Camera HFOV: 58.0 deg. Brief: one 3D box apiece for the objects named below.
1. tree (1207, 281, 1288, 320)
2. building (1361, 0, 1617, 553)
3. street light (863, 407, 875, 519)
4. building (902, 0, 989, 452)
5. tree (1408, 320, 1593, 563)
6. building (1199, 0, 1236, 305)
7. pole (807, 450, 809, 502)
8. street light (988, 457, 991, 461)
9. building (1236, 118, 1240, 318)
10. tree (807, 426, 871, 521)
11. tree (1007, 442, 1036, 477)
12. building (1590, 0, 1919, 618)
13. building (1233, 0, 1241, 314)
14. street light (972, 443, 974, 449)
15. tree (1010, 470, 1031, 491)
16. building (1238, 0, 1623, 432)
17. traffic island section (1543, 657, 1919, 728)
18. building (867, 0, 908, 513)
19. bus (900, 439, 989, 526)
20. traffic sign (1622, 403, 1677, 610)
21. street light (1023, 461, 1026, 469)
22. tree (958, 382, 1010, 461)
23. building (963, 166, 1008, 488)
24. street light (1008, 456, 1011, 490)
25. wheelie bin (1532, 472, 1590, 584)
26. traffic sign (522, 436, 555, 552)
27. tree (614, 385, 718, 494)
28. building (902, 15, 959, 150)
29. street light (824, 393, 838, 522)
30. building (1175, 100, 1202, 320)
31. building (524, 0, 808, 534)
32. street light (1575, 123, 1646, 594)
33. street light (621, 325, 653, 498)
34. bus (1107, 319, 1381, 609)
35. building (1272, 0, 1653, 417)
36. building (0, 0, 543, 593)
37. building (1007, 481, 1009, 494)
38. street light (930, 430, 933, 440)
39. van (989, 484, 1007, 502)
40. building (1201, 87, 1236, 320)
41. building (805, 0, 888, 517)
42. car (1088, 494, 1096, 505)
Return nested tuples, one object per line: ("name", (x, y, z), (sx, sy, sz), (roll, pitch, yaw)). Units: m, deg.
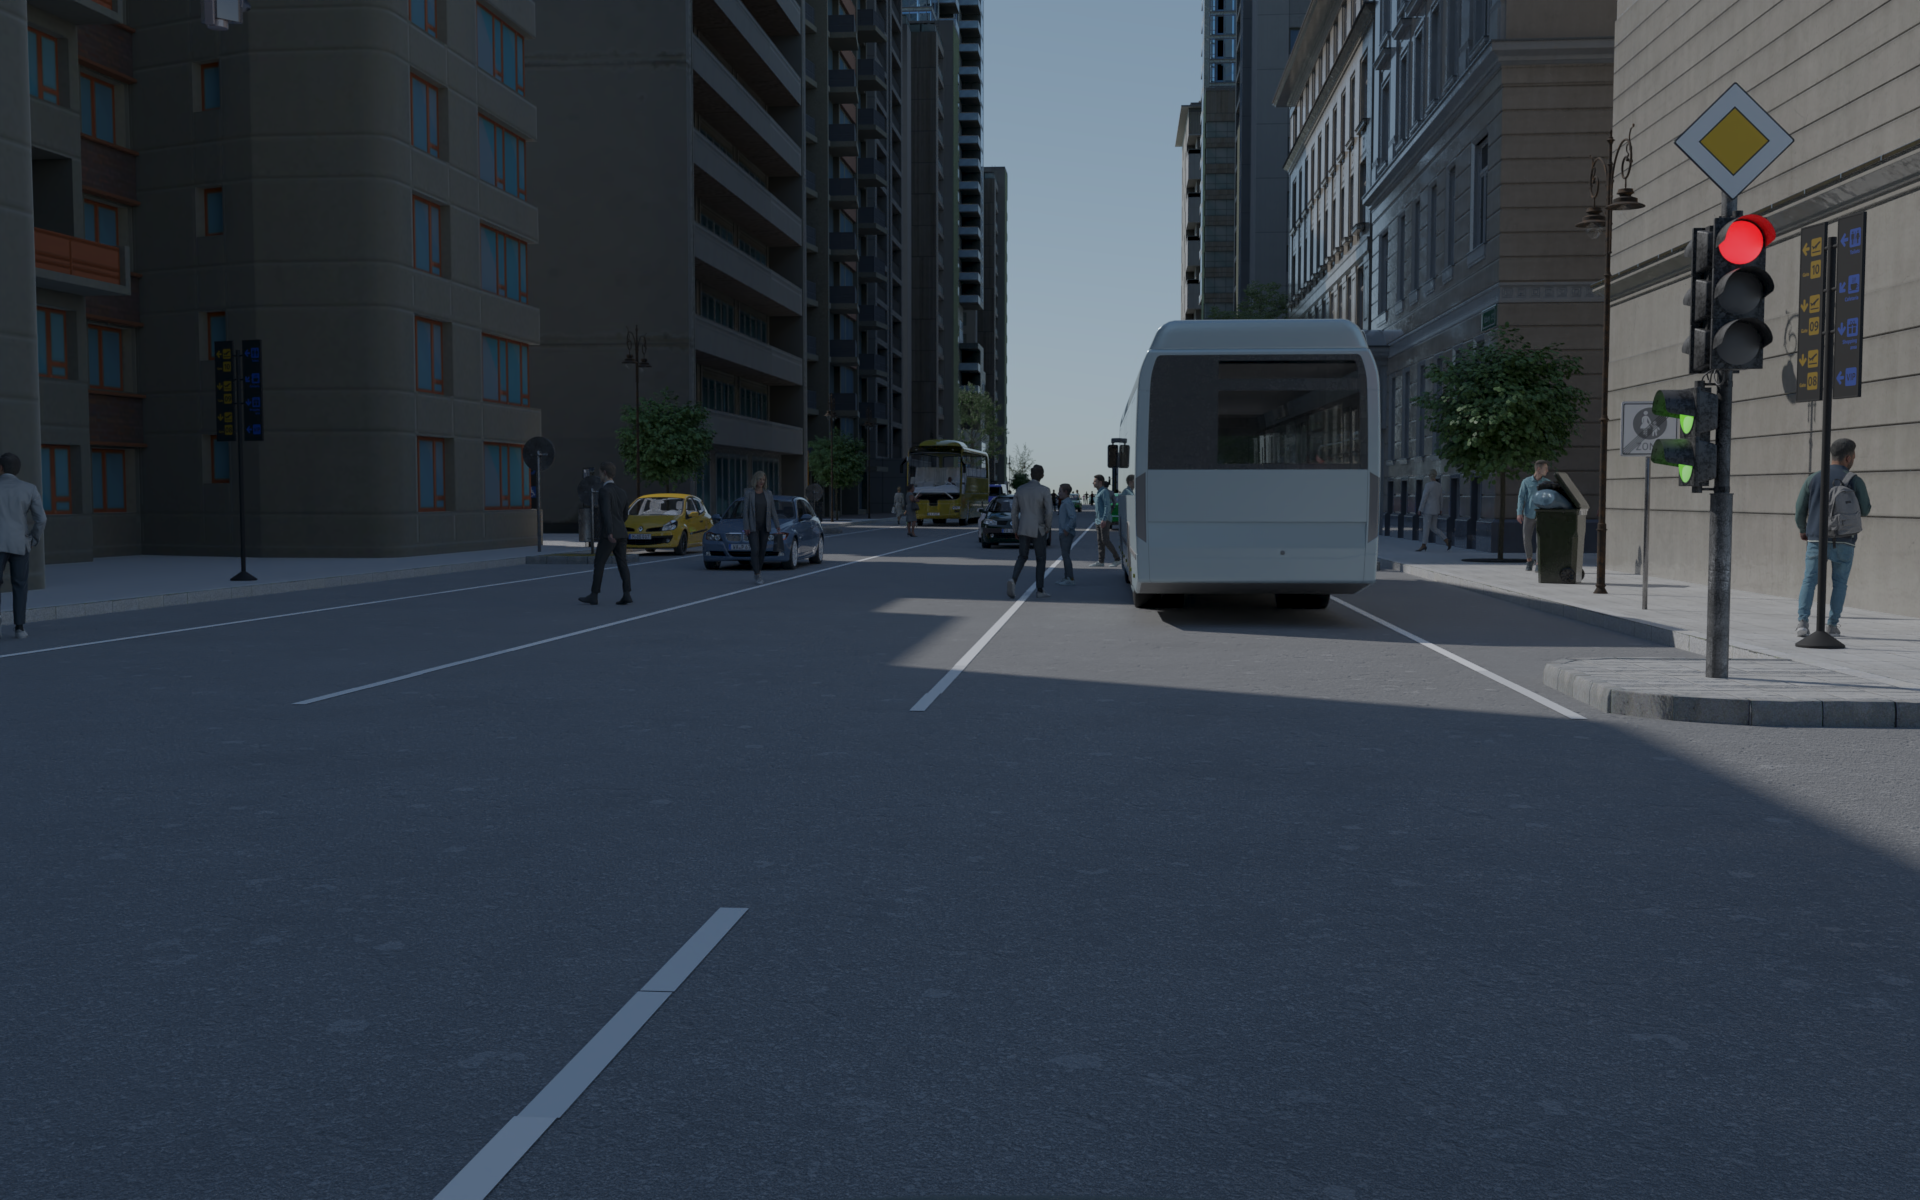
("tree", (16.031, -10.640, 92.083), (7.486, 12.596, 7.792), (0, 3, 0))
("building", (18.661, -15.906, 45.970), (13.634, 28.700, 20.117), (0, 4, 5))
("street light", (-4.746, -7.192, 90.369), (0.468, 5.910, 1.993), (0, 4, 5))
("building", (-7.560, -53.494, 187.294), (22.319, 86.520, 31.000), (0, 4, 5))
("tree", (10.220, -3.007, 32.871), (4.285, 4.588, 4.351), (0, 3, 0))
("building", (36.477, -54.141, 197.878), (22.319, 86.520, 31.000), (0, 4, 5))
("pole", (-7.170, -5.324, 80.884), (0.158, 3.312, 0.155), (0, 3, 0))
("street light", (2.880, -12.273, 173.457), (0.468, 5.910, 1.993), (0, 4, 5))
("building", (27.958, -22.027, 131.848), (14.160, 30.474, 14.107), (0, 4, 5))
("tree", (-5.889, -6.115, 83.697), (4.285, 4.588, 4.351), (0, 3, 0))
("tree", (8.561, -18.016, 244.928), (4.360, 8.622, 3.978), (0, 3, 0))
("building", (31.616, -14.833, 18.927), (44.131, 29.872, 17.030), (0, 4, 5))
("building", (32.279, -43.412, 148.038), (20.563, 71.187, 20.611), (0, 4, 5))
("street light", (1.167, -11.078, 153.912), (0.468, 5.910, 1.993), (0, 4, 5))
("tree", (8.034, -14.959, 228.296), (4.285, 4.588, 4.351), (0, 3, 0))
("building", (28.336, -34.708, 109.483), (21.231, 58.520, 28.212), (0, 4, 5))
("traffic island section", (5.317, 0.622, 12.116), (2.009, 0.180, 2.903), (0, 4, 5))
("building", (-12.753, -42.148, 127.377), (20.563, 71.187, 20.611), (0, 4, 5))
("bus", (-0.485, -5.504, 81.542), (2.896, 3.916, 12.252), (0, 4, 7))
("traffic sign", (7.604, -1.042, 19.167), (0.606, 2.300, 0.079), (1, 4, 9))
("street light", (8.857, -16.155, 236.927), (0.468, 5.910, 1.993), (0, 4, 5))
("tree", (0.701, -14.408, 161.333), (9.928, 11.665, 9.643), (0, 3, 0))
("building", (-1.672, -32.241, 210.729), (14.154, 41.232, 14.086), (0, 4, 5))
("street light", (5.880, -14.225, 205.371), (0.468, 5.910, 1.993), (0, 4, 5))
("wheelie bin", (8.632, -1.041, 24.937), (0.693, 1.594, 0.980), (2, 4, 31))
("traffic sign", (-9.327, -2.338, 38.333), (0.768, 2.556, 0.104), (1, 4, 10))
("tree", (-8.923, -4.199, 52.363), (4.285, 4.588, 4.351), (0, 3, 0))
("building", (-7.696, -28.264, 145.703), (14.154, 41.232, 14.086), (0, 4, 5))
("street light", (-5.841, -6.496, 78.994), (0.468, 5.910, 1.993), (0, 4, 5))
("building", (43.024, -39.082, 228.225), (28.713, 52.752, 27.495), (0, 4, 5))
("building", (-18.309, -27.034, 65.713), (21.300, 48.544, 21.600), (0, 4, 5))
("street light", (8.255, -3.019, 22.141), (0.468, 5.910, 1.993), (0, 4, 5))
("street light", (-8.825, -4.566, 47.439), (0.468, 5.910, 1.993), (0, 4, 5))
("bus", (3.641, -1.836, 24.872), (2.948, 3.499, 13.247), (0, 4, 4))
("building", (22.143, -14.538, 70.973), (16.112, 22.955, 30.059), (0, 4, 5))
("building", (-25.588, -11.302, 29.821), (27.650, 21.520, 28.899), (0, 4, 5))
("building", (-9.808, -32.949, 230.599), (32.217, 40.220, 23.993), (0, 4, 5))
("street light", (-1.982, -9.123, 121.944), (0.468, 5.910, 1.993), (0, 4, 5))
("van", (1.853, -6.286, 107.165), (2.240, 2.365, 5.245), (0, 4, 6))
("building", (31.702, -30.184, 177.106), (14.154, 41.232, 14.086), (0, 4, 5))
("building", (-16.288, -27.448, 103.403), (22.147, 44.769, 28.867), (0, 4, 5))
("car", (18.700, -13.861, 238.425), (2.131, 1.459, 4.920), (0, 4, 7))
